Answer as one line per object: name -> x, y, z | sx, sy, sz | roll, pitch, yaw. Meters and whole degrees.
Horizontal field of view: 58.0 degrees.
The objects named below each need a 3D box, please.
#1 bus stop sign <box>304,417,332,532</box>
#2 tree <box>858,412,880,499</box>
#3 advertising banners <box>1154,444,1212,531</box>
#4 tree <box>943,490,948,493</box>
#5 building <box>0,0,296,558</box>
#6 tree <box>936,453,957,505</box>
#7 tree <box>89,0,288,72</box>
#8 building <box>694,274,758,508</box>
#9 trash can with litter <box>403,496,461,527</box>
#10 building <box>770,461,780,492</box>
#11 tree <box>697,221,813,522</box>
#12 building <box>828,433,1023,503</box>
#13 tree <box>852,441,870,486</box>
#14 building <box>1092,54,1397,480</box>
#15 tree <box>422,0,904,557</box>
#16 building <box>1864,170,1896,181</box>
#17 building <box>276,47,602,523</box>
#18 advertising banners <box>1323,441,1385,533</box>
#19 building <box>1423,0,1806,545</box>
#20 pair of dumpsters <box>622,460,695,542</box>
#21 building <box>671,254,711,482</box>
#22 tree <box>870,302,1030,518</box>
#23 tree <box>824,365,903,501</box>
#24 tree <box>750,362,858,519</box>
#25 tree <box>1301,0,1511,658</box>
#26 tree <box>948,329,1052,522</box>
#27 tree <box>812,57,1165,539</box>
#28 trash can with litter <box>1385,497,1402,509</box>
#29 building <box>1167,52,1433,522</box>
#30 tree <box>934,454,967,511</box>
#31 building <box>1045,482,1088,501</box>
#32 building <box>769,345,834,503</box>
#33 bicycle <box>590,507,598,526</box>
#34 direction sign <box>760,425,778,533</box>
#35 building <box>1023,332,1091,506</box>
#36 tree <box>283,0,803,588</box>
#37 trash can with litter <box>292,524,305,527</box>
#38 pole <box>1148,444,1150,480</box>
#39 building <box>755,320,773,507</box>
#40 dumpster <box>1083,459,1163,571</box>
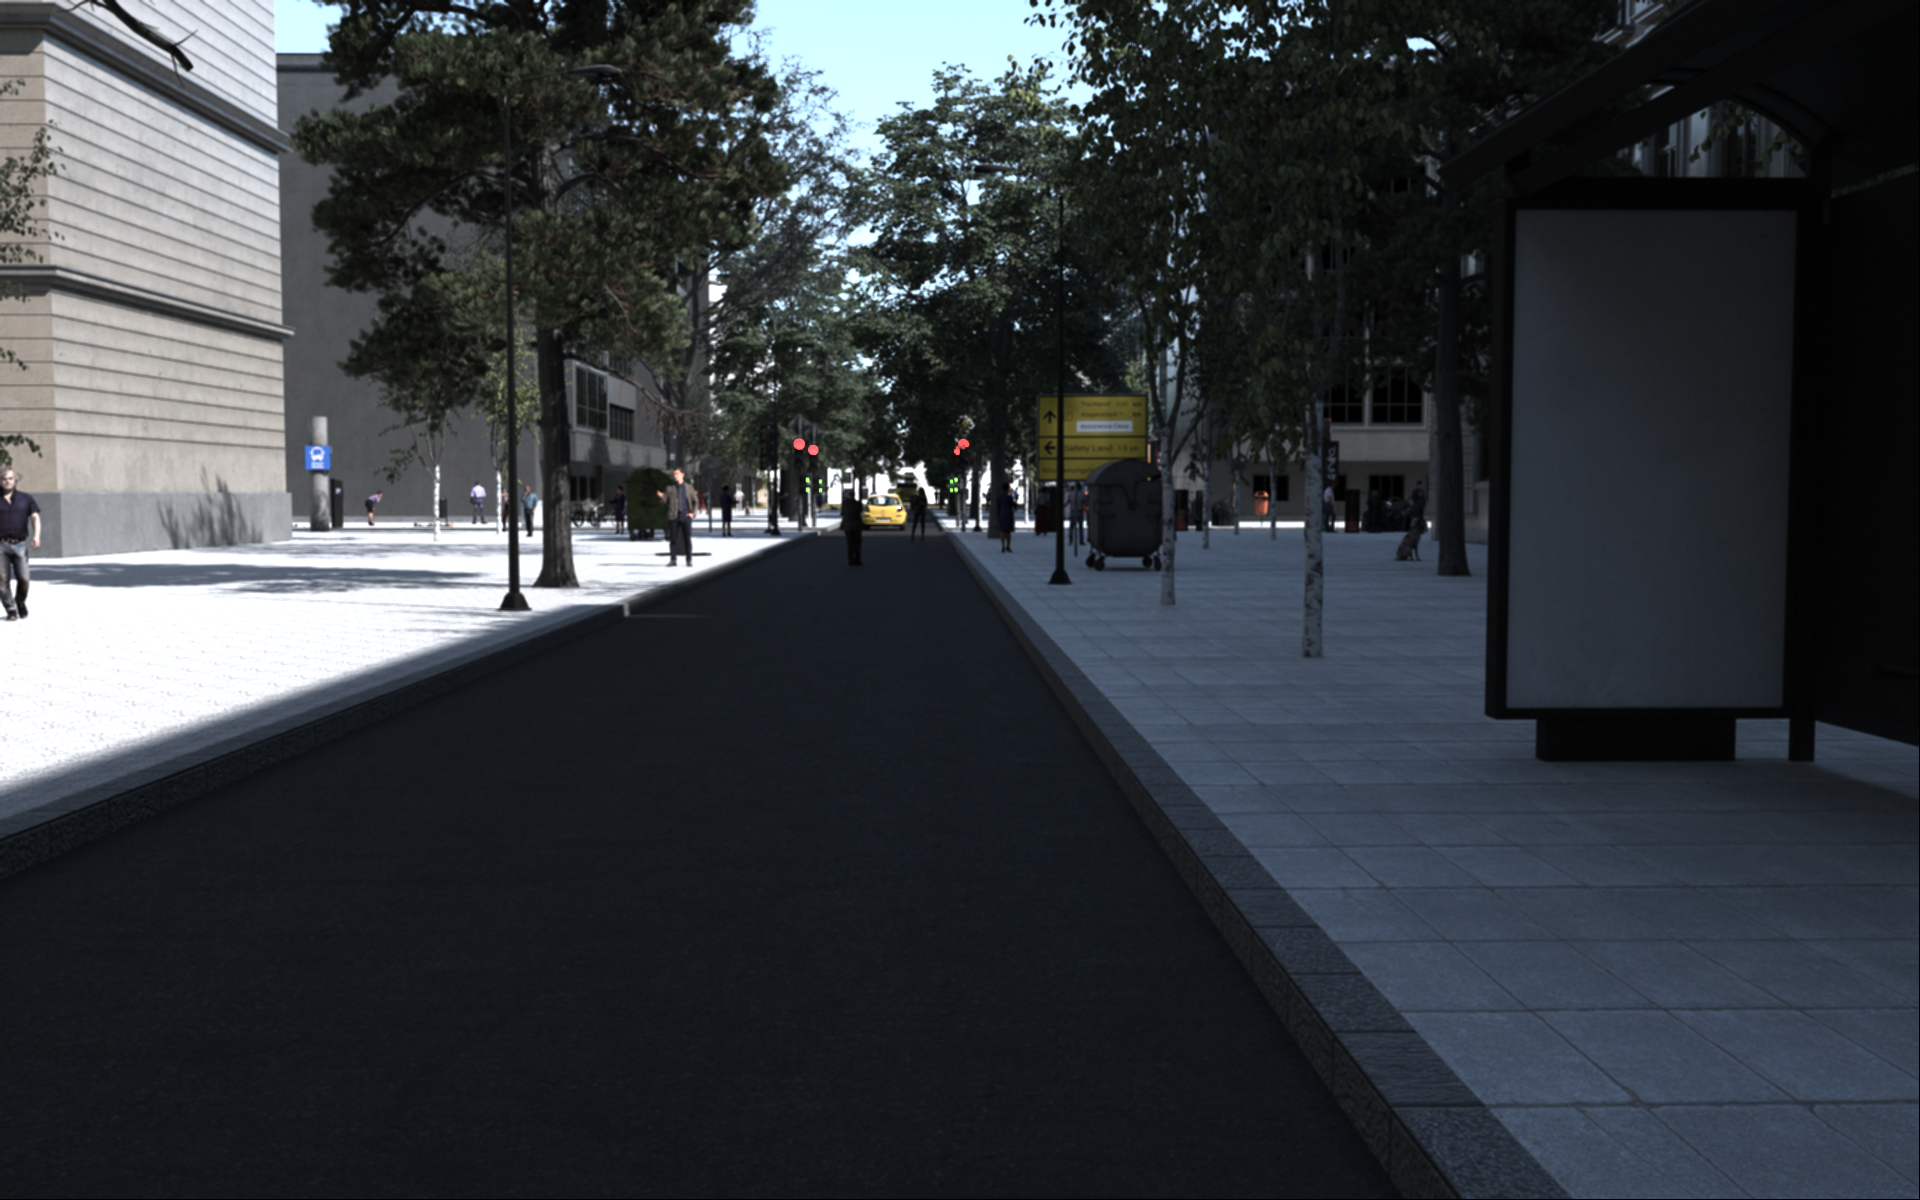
bus stop sign -> -21.889, -4.287, 59.115 | 0.837, 3.901, 0.837 | -1, 4, -17
tree -> -7.589, -9.686, 108.732 | 4.360, 8.622, 3.978 | 0, 3, 0
advertising banners -> 7.715, -3.908, 60.078 | 2.074, 3.025, 0.090 | 2, 4, 25
tree -> -1.086, -10.570, 167.414 | 1.663, 3.219, 1.824 | 0, 3, 0
building -> -29.181, -15.446, 39.925 | 23.554, 28.519, 14.401 | 0, 4, -1
tree -> -1.974, -17.929, 200.569 | 7.806, 13.903, 7.818 | 0, 3, 0
tree -> -5.374, -6.097, 7.116 | 7.806, 13.903, 7.818 | 0, 3, 0
building -> -34.037, -19.231, 158.397 | 27.936, 21.610, 32.646 | 0, 4, -1
trash can with litter -> -20.789, -3.495, 68.194 | 2.233, 1.210, 1.678 | 0, 4, 7
building -> -34.668, -15.945, 202.840 | 28.070, 9.664, 9.099 | 0, 4, -1
tree -> -7.554, -10.577, 79.583 | 9.857, 13.997, 8.962 | 0, 3, 0
building -> -4.345, -18.343, 242.048 | 28.070, 9.664, 9.099 | 0, 4, -1
tree -> -9.381, -16.317, 188.844 | 6.751, 12.117, 7.091 | 0, 3, 0
building -> 19.120, -21.070, 120.917 | 17.030, 29.872, 44.131 | 0, 4, -1
tree -> -5.915, -7.675, 35.861 | 12.009, 13.543, 11.850 | 0, 3, 0
building -> 18.436, -10.352, 18.412 | 9.793, 20.994, 18.267 | 0, 4, -1
building -> -24.917, -16.683, 91.832 | 14.314, 24.678, 30.058 | 0, 4, -1
advertising banners -> 12.963, -3.721, 57.029 | 2.074, 3.025, 0.090 | 0, 4, -3
building -> 18.328, -12.348, 38.040 | 11.583, 22.565, 21.152 | 0, 4, -1
pair of dumpsters -> -8.464, -2.824, 48.659 | 1.574, 2.255, 4.436 | 0, 4, -2
building -> -26.320, -18.541, 122.206 | 14.314, 24.678, 30.058 | 0, 4, -1
tree -> -0.499, -11.001, 101.924 | 6.751, 12.117, 7.091 | 0, 3, 0
tree -> -7.670, -11.437, 121.405 | 8.767, 10.594, 7.601 | 2, 4, 25
tree -> -8.145, -8.575, 90.559 | 4.360, 8.622, 3.978 | 0, 3, 0
tree -> 2.539, -3.857, 13.423 | 4.737, 8.622, 4.395 | 0, 3, 0
tree -> 1.099, -7.834, 78.445 | 4.360, 8.622, 3.978 | 0, 3, 0
tree -> 1.012, -8.761, 49.892 | 9.857, 13.997, 8.962 | 0, 3, 0
trash can with litter -> 17.685, -3.613, 70.453 | 0.624, 1.170, 1.055 | 2, 4, 26
building -> 26.103, -16.289, 85.400 | 30.058, 24.678, 14.314 | 0, 4, -1
tree -> -0.026, -12.738, 134.014 | 9.928, 11.665, 9.643 | 0, 3, 0
building -> 13.386, -13.514, 163.101 | 9.099, 9.664, 28.070 | 0, 4, -1
building -> -34.929, -24.863, 250.484 | 32.646, 21.610, 27.936 | 0, 4, -1
bicycle -> -14.450, -3.391, 68.663 | 0.635, 0.972, 1.543 | -1, 4, -9
direction sign -> -6.280, -3.971, 56.923 | 0.876, 3.537, 0.379 | 3, 5, 44
building -> 16.406, -19.953, 192.696 | 16.747, 18.905, 31.486 | 0, 4, -1
tree -> -5.545, -6.199, 23.405 | 6.751, 12.117, 7.091 | 0, 3, 0
trash can with litter -> -26.375, -3.444, 67.374 | 1.678, 1.210, 2.233 | -1, 4, -23
pole -> 7.654, -4.698, 70.658 | 0.158, 3.312, 0.155 | 0, 3, 0
building -> -27.820, -19.878, 181.420 | 16.016, 20.091, 11.380 | 0, 4, -1
dumpster -> 2.811, -1.451, 29.481 | 1.264, 1.857, 1.865 | 0, 4, -2
